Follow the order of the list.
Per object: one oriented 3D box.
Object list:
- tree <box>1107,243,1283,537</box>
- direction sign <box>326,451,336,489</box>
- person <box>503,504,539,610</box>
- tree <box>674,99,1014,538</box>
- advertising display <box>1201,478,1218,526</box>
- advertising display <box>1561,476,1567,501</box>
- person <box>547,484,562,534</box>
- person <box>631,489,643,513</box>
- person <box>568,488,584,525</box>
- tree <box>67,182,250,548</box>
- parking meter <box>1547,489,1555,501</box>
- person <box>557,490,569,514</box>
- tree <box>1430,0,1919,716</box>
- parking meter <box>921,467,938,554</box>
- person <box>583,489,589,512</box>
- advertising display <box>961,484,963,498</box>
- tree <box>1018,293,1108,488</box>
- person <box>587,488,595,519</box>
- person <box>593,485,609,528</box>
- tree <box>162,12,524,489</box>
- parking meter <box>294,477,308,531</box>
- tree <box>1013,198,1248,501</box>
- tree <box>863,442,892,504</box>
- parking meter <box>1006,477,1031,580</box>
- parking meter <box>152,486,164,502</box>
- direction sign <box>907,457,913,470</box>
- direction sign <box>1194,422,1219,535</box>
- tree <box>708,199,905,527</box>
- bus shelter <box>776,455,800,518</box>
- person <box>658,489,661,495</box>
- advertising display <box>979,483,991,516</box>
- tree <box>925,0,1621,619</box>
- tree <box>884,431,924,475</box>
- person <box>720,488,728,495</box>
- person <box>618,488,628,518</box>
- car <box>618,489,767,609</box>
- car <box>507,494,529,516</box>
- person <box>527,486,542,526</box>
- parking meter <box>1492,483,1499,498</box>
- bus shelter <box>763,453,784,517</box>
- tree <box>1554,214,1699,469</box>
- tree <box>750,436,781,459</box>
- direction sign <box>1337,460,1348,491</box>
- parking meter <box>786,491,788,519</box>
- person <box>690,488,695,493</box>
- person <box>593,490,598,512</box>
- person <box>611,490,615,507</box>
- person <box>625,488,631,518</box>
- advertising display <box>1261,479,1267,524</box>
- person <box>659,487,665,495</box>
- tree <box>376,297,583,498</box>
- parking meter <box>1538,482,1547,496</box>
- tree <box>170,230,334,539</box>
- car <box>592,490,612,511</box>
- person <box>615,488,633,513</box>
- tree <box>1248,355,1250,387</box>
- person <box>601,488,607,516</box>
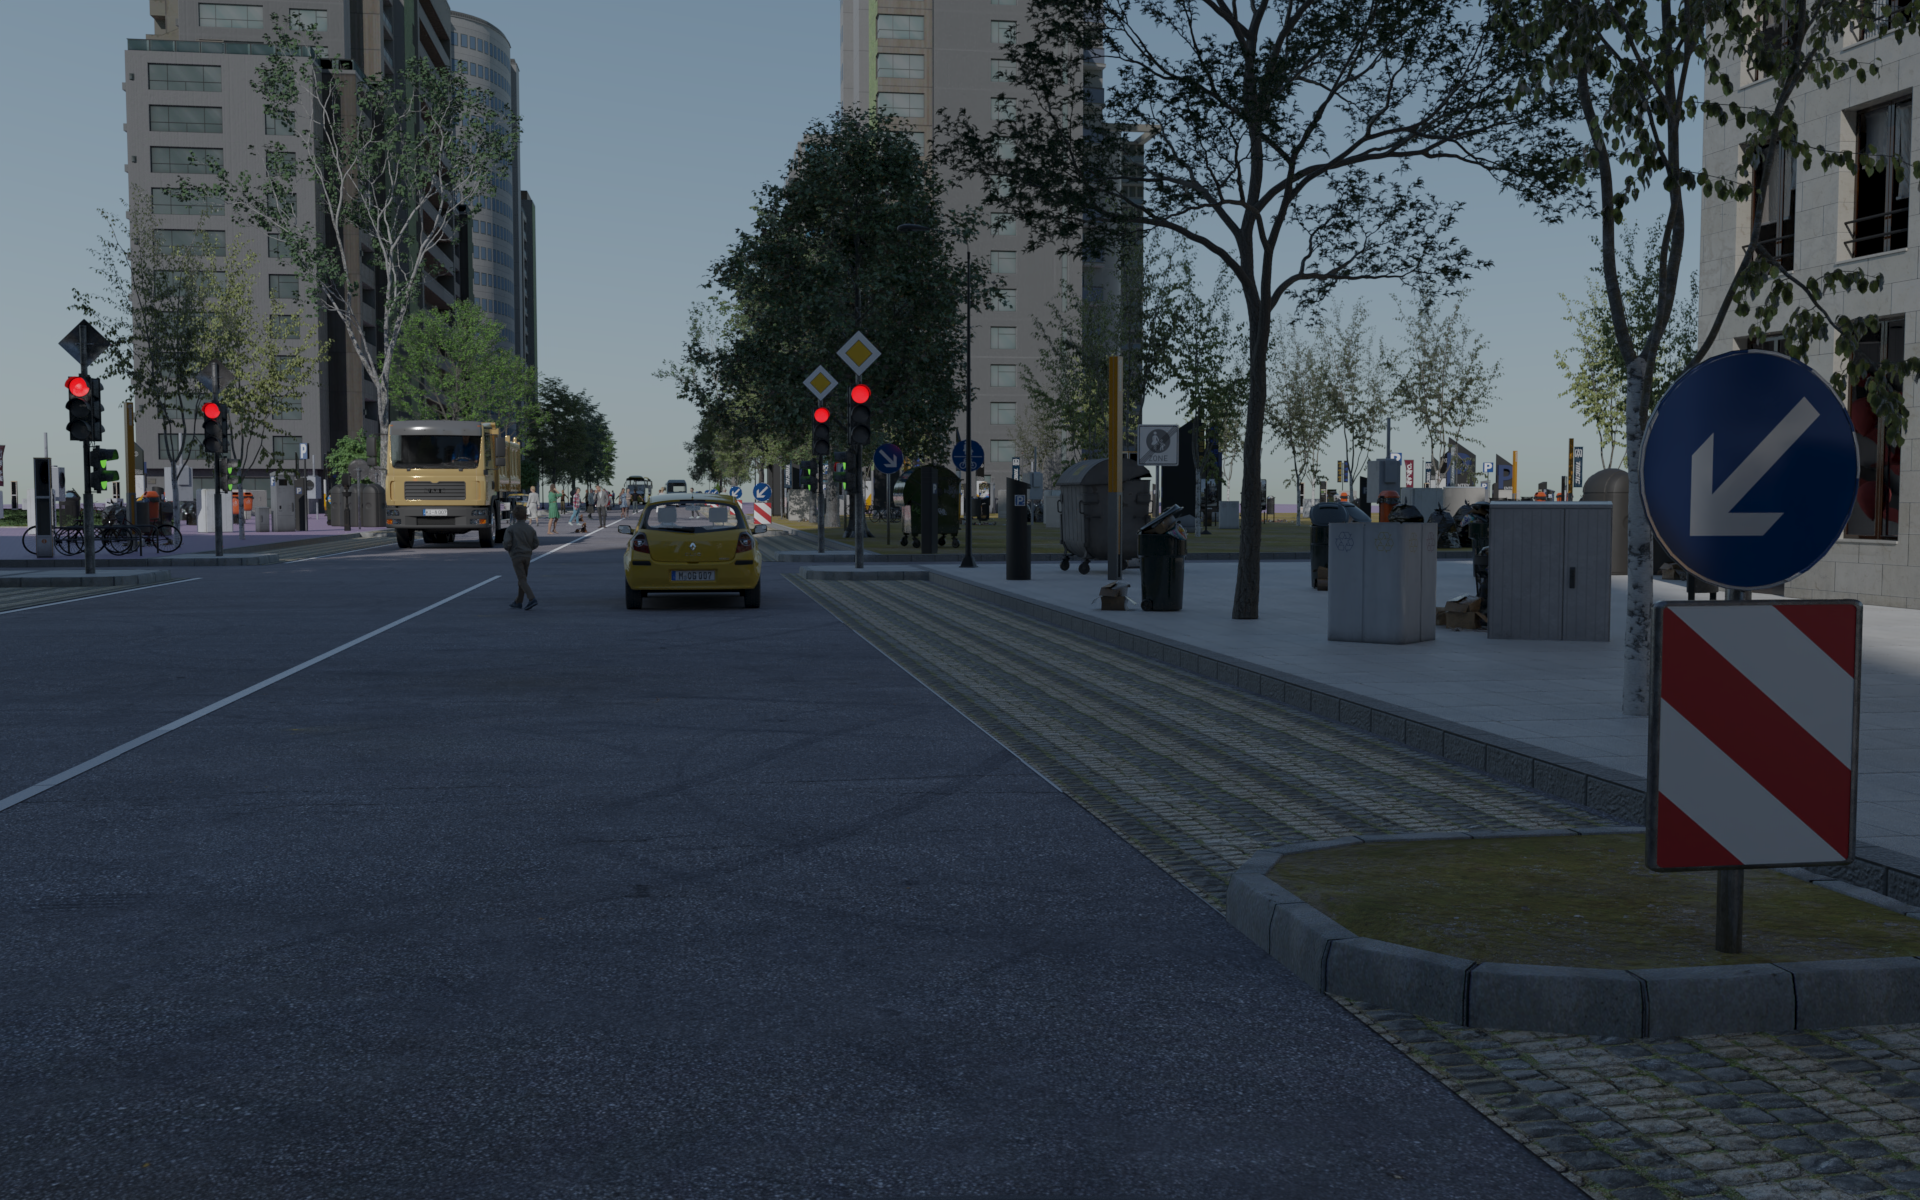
[{"bbox_3d":[7.366,-6.195,51.657,4.737,8.622,4.395,0,3,0],"label":"tree"},{"bbox_3d":[-33.535,-6.144,92.444,0.379,3.537,0.876,1,4,10],"label":"direction sign"},{"bbox_3d":[-5.446,-0.531,21.456,0.640,1.303,0.475,3,4,37],"label":"person"},{"bbox_3d":[-3.073,-8.177,50.697,9.611,12.733,9.660,0,3,0],"label":"tree"},{"bbox_3d":[9.826,-3.883,68.705,0.974,1.923,0.123,-2,4,-34],"label":"advertising display"},{"bbox_3d":[21.393,-3.433,61.350,0.123,1.923,0.974,2,4,24],"label":"advertising display"},{"bbox_3d":[-14.533,-3.245,61.798,0.600,1.795,0.529,3,5,43],"label":"person"},{"bbox_3d":[-24.107,-7.337,128.476,1.348,1.822,0.705,-2,4,-33],"label":"person"},{"bbox_3d":[-17.617,-4.291,79.497,0.643,1.720,0.563,1,4,11],"label":"person"},{"bbox_3d":[-18.734,-5.546,41.043,4.360,8.622,3.978,0,3,0],"label":"tree"},{"bbox_3d":[29.278,-4.749,86.055,0.372,1.533,0.369,0,3,0],"label":"parking meter"},{"bbox_3d":[-28.095,-6.929,122.306,1.217,1.766,0.721,1,4,23],"label":"person"},{"bbox_3d":[3.897,-3.623,9.592,4.360,8.622,3.978,0,3,0],"label":"tree"},{"bbox_3d":[-0.654,-1.929,37.247,0.255,1.863,0.399,1,4,22],"label":"parking meter"},{"bbox_3d":[-30.259,-8.058,140.381,0.705,1.807,1.348,1,4,9],"label":"person"},{"bbox_3d":[0.331,-6.263,107.619,0.123,1.923,0.974,-2,4,-34],"label":"advertising display"},{"bbox_3d":[4.482,-6.862,62.561,4.737,8.622,4.395,0,3,0],"label":"tree"},{"bbox_3d":[-20.824,-5.416,97.538,0.515,1.767,0.782,0,4,1],"label":"person"},{"bbox_3d":[-15.161,-3.946,73.195,0.592,1.802,0.473,1,4,20],"label":"person"},{"bbox_3d":[-24.712,-13.102,70.112,12.611,20.169,13.585,0,3,0],"label":"tree"},{"bbox_3d":[-22.963,-3.341,60.343,0.399,1.863,0.255,1,4,12],"label":"parking meter"},{"bbox_3d":[3.990,-5.583,41.653,4.360,8.622,3.978,0,3,0],"label":"tree"},{"bbox_3d":[-5.127,-8.886,95.644,4.360,8.622,3.978,0,3,0],"label":"tree"},{"bbox_3d":[0.877,-1.070,25.899,0.372,1.533,0.369,0,3,0],"label":"parking meter"},{"bbox_3d":[-26.737,-3.019,57.778,0.372,1.533,0.369,0,3,0],"label":"parking meter"},{"bbox_3d":[-2.865,-6.896,104.740,0.876,3.537,0.379,0,4,7],"label":"direction sign"},{"bbox_3d":[7.825,-3.853,54.999,0.876,3.537,0.379,-2,4,-25],"label":"direction sign"},{"bbox_3d":[-4.999,-9.825,67.294,9.857,13.997,8.962,0,3,0],"label":"tree"},{"bbox_3d":[-8.775,-7.096,93.647,2.179,5.291,8.768,-1,4,-9],"label":"bus shelter"},{"bbox_3d":[-25.713,-8.551,148.310,1.348,1.824,0.705,2,4,35],"label":"person"},{"bbox_3d":[1.463,-5.985,103.061,0.123,1.923,0.974,-3,4,-38],"label":"advertising display"},{"bbox_3d":[3.277,-5.085,17.559,7.601,10.594,8.767,-1,4,-13],"label":"tree"},{"bbox_3d":[-3.546,-9.864,111.642,4.737,8.622,4.395,0,3,0],"label":"tree"},{"bbox_3d":[-12.478,-5.074,91.939,0.782,1.767,0.515,1,4,14],"label":"person"},{"bbox_3d":[-20.249,-5.829,103.896,0.616,1.811,0.778,-2,4,-34],"label":"person"},{"bbox_3d":[-3.554,-0.785,23.057,2.015,1.641,3.980,-1,4,-9],"label":"car"},{"bbox_3d":[-25.894,-5.593,101.670,2.015,1.641,3.980,-1,4,-10],"label":"car"},{"bbox_3d":[-18.896,-4.146,76.632,0.694,1.780,0.624,-2,4,-28],"label":"person"},{"bbox_3d":[27.983,-5.191,90.592,0.255,1.863,0.399,0,4,1],"label":"parking meter"},{"bbox_3d":[-10.666,-6.745,101.570,1.731,3.624,6.357,-1,4,-9],"label":"bus shelter"},{"bbox_3d":[18.280,-5.816,45.453,4.737,8.622,4.395,0,3,0],"label":"tree"},{"bbox_3d":[-11.572,-9.722,109.313,4.737,8.622,4.395,0,3,0],"label":"tree"},{"bbox_3d":[25.811,-7.636,116.852,0.876,3.537,0.379,-2,4,-25],"label":"direction sign"},{"bbox_3d":[-8.714,-4.914,88.749,0.372,1.533,0.369,0,3,0],"label":"parking meter"},{"bbox_3d":[-15.784,-5.778,102.994,0.620,1.820,0.660,-3,5,-44],"label":"person"},{"bbox_3d":[-28.517,-7.740,135.585,0.617,1.759,0.750,-1,4,-10],"label":"person"},{"bbox_3d":[-37.018,-10.759,184.278,0.599,1.838,0.709,-2,4,-28],"label":"person"},{"bbox_3d":[-20.218,-5.909,105.454,0.374,1.781,0.599,2,4,35],"label":"person"},{"bbox_3d":[12.723,-4.200,73.885,0.974,1.923,0.123,-3,5,-42],"label":"advertising display"},{"bbox_3d":[-14.586,-4.637,84.669,0.624,1.780,0.694,-3,5,-41],"label":"person"},{"bbox_3d":[-26.801,-10.090,90.722,9.928,11.665,9.643,0,3,0],"label":"tree"},{"bbox_3d":[27.258,-4.610,81.078,0.399,1.863,0.255,-2,4,-34],"label":"parking meter"},{"bbox_3d":[-20.103,-6.007,48.570,4.737,8.622,4.395,0,3,0],"label":"tree"},{"bbox_3d":[-31.564,-8.737,151.523,2.281,1.827,5.304,-1,4,-9],"label":"car"},{"bbox_3d":[-25.142,-7.424,129.520,1.348,1.869,0.705,-2,4,-25],"label":"person"},{"bbox_3d":[13.507,-7.284,69.463,4.360,8.622,3.978,0,3,0],"label":"tree"},{"bbox_3d":[-22.811,-6.235,110.650,0.583,1.804,0.606,0,4,-3],"label":"person"}]
